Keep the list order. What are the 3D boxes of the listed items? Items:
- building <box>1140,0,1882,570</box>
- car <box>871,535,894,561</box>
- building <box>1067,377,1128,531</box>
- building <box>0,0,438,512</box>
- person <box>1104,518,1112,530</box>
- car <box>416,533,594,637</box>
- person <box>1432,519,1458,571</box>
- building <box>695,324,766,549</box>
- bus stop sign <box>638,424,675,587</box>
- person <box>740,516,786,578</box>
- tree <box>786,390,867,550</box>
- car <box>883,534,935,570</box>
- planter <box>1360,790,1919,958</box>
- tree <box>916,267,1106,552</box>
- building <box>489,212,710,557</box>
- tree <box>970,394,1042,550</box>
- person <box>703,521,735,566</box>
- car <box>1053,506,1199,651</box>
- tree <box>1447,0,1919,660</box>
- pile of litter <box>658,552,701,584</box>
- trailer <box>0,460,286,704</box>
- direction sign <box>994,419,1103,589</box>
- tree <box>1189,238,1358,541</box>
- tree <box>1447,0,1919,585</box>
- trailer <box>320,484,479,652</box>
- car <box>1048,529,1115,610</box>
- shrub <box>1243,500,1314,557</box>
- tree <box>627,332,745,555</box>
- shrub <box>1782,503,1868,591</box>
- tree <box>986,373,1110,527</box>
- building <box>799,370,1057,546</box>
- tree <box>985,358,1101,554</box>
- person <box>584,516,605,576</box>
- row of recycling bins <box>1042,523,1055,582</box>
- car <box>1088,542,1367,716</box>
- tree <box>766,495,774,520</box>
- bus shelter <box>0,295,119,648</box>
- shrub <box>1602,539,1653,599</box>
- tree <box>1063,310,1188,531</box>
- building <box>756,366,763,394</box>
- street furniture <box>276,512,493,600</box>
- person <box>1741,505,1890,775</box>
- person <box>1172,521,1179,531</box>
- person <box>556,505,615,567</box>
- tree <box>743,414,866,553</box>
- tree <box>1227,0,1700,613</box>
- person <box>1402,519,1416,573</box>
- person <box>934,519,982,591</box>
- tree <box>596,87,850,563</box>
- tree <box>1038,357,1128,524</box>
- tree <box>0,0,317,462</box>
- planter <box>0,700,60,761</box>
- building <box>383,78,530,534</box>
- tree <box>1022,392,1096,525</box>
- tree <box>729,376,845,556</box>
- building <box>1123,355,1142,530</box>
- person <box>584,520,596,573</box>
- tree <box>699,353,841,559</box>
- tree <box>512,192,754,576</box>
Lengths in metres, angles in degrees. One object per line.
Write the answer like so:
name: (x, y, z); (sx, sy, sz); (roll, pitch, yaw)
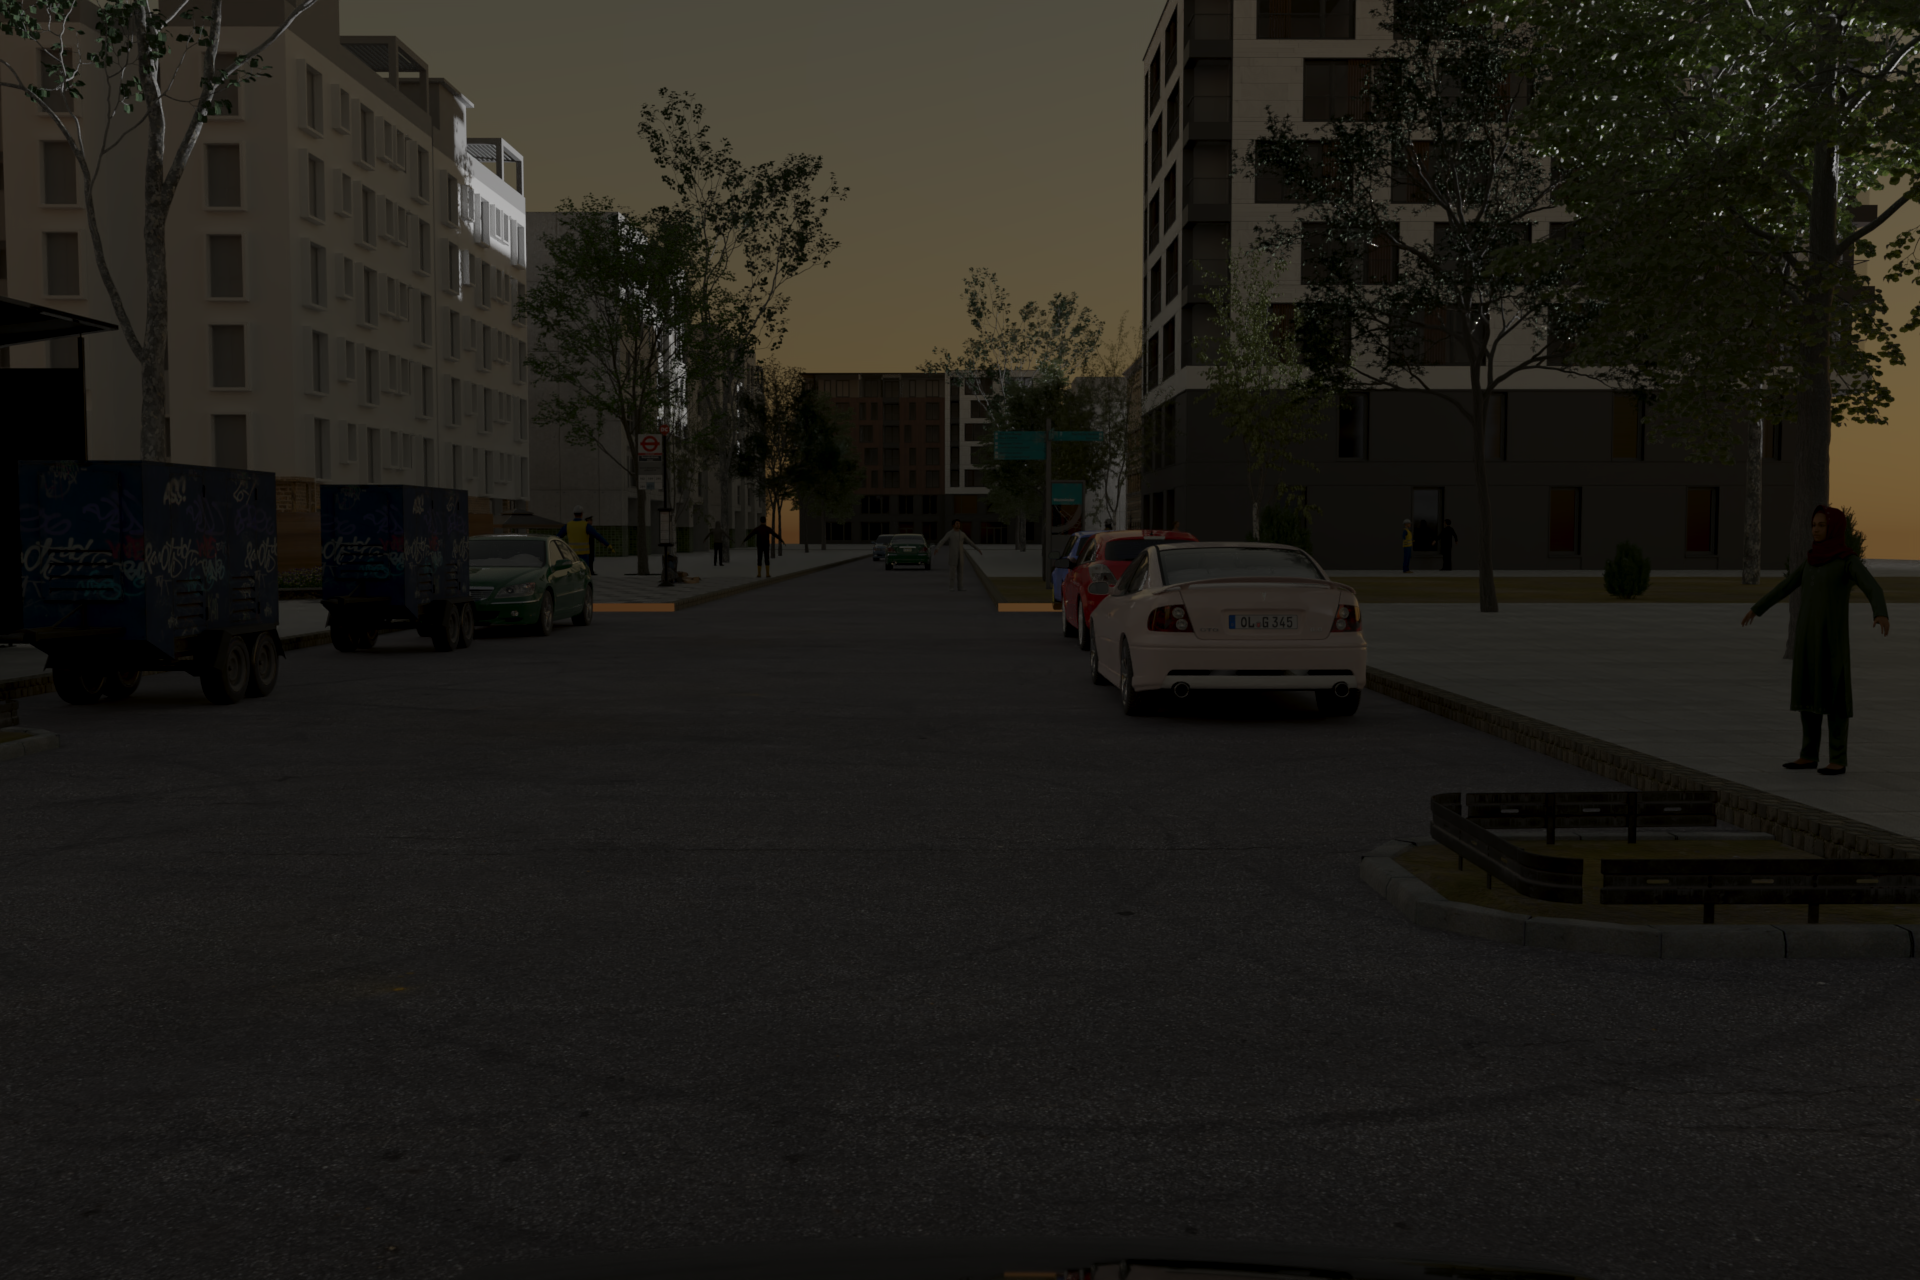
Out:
building: (21.783, -14.273, 77.335); (27.936, 21.610, 32.646); (0, 4, 0)
car: (-3.746, -4.955, 93.010); (2.014, 1.417, 4.499); (0, 4, 0)
building: (21.379, -20.590, 203.100); (16.747, 18.905, 31.486); (0, 3, 0)
building: (-25.877, -12.239, 56.523); (16.016, 20.090, 11.380); (0, 4, -1)
person: (5.426, -3.539, 63.626); (1.354, 1.858, 0.705); (-3, 5, -43)
car: (-6.689, -0.852, 25.725); (2.131, 1.459, 4.920); (0, 4, -1)
person: (16.997, -3.322, 60.498); (1.347, 1.806, 0.705); (-3, 4, -37)
building: (-28.447, -18.065, 161.813); (16.747, 18.905, 31.486); (0, 4, 1)
bus stop sign: (-7.403, -3.274, 42.237); (0.855, 3.939, 0.416); (0, 4, 1)
person: (-5.815, -2.756, 51.206); (1.346, 1.812, 0.704); (0, 4, -5)
tree: (-11.110, -13.384, 136.959); (7.486, 12.596, 7.792); (0, 3, 0)
car: (-2.078, -3.562, 70.033); (2.131, 1.459, 4.920); (0, 4, -1)
planter: (2.662, 0.875, 6.838); (1.991, 0.319, 1.994); (0, 4, -1)
tree: (3.146, -16.430, 124.521); (12.611, 20.169, 13.585); (0, 3, 0)
building: (-26.922, -14.963, 111.104); (16.747, 18.905, 31.486); (0, 4, 0)
tree: (4.682, -13.445, 137.947); (7.486, 12.596, 7.792); (0, 3, 0)
person: (-9.729, -3.890, 69.728); (1.348, 1.813, 0.705); (1, 4, 14)
car: (2.338, -0.840, 22.781); (2.155, 1.783, 4.494); (0, 4, -1)
tree: (8.622, -6.044, 16.953); (7.486, 12.596, 7.792); (0, 3, 0)
pile of litter: (-7.368, -1.924, 45.430); (1.176, 0.858, 1.719); (0, 4, 1)
trailer: (-6.795, -0.434, 14.151); (1.471, 1.999, 3.904); (0, 4, 0)
direction sign: (2.069, -3.108, 39.581); (2.525, 3.948, 1.411); (0, 4, -2)
tree: (7.479, -5.661, 42.926); (4.737, 8.622, 4.395); (0, 3, 0)
tree: (18.973, -11.530, 44.413); (12.611, 20.169, 13.585); (0, 3, 0)
trailer: (-6.880, -0.834, 20.689); (1.471, 1.999, 3.904); (0, 4, 0)
car: (2.608, -1.352, 31.692); (1.945, 1.707, 3.694); (0, 4, -1)
shrub: (6.809, -2.015, 37.363); (1.690, 2.028, 1.600); (0, 3, 0)
tree: (-10.702, -6.941, 63.851); (4.360, 8.622, 3.978); (0, 3, 0)
shrub: (17.715, -1.899, 35.465); (1.690, 2.028, 1.600); (0, 3, 0)
tree: (5.160, -10.086, 99.315); (7.601, 10.594, 8.767); (-1, 4, -15)
building: (-3.841, -23.339, 228.029); (32.646, 21.610, 27.936); (0, 4, 1)
tree: (5.468, -11.822, 111.424); (7.486, 12.596, 7.792); (0, 3, 0)
person: (-11.417, -2.906, 53.450); (0.705, 1.837, 1.347); (1, 4, 20)
row of recycling bins: (2.735, -2.457, 47.288); (1.069, 1.692, 3.534); (0, 4, -1)
car: (2.195, -0.163, 15.033); (2.083, 1.381, 4.827); (0, 4, -1)
tree: (-25.743, -16.876, 226.276); (4.737, 8.622, 4.395); (0, 3, 0)
bus shelter: (-10.301, -1.543, 16.507); (1.731, 3.624, 6.357); (0, 4, 0)
shrub: (13.155, -1.410, 34.178); (1.383, 1.207, 1.383); (0, 3, 0)
tree: (4.973, -6.563, 57.674); (4.360, 8.622, 3.978); (0, 3, 0)
building: (-26.948, -20.002, 183.452); (16.016, 20.090, 11.380); (0, 4, -1)
street furniture: (-14.155, -1.807, 36.399); (9.812, 1.723, 11.010); (-3, 4, -38)
person: (4.598, -0.006, 9.313); (0.599, 1.438, 0.989); (-1, 4, -18)
person: (7.551, -3.244, 59.842); (0.721, 1.733, 1.217); (3, 4, 37)
person: (-7.303, -1.668, 33.241); (1.349, 1.833, 0.705); (0, 4, 5)
tree: (-10.611, -11.276, 118.776); (8.767, 10.594, 7.601); (-1, 4, -23)
tree: (8.413, -5.744, 28.323); (7.601, 10.594, 8.767); (2, 4, 32)
person: (14.746, -3.078, 56.795); (0.721, 1.772, 1.216); (2, 4, 29)
person: (-0.078, -2.128, 43.437); (1.347, 1.806, 0.705); (-2, 4, -27)
tree: (-11.873, -13.490, 76.451); (12.611, 20.169, 13.585); (0, 3, 0)
tree: (4.905, -7.487, 72.774); (4.737, 8.622, 4.395); (0, 3, 0)
tree: (-12.329, -10.536, 28.148); (12.611, 20.169, 13.585); (0, 3, 0)
planter: (-7.038, 0.611, 11.144); (1.991, 0.319, 1.994); (0, 4, 0)
building: (-26.346, -13.264, 73.279); (16.016, 20.090, 11.380); (0, 4, -1)
tree: (4.930, -8.543, 90.047); (4.360, 8.622, 3.978); (0, 3, 0)
tree: (-10.348, -10.201, 101.198); (8.767, 10.594, 7.601); (2, 4, 24)
building: (24.981, -19.767, 154.124); (19.493, 23.208, 18.063); (0, 4, 0)
person: (-12.171, -3.092, 56.688); (1.347, 1.817, 0.704); (1, 4, 14)
tree: (-9.909, -9.524, 90.129); (8.767, 10.594, 7.601); (1, 4, 13)
tree: (-9.994, -7.820, 53.606); (9.928, 11.665, 9.643); (0, 3, 0)
